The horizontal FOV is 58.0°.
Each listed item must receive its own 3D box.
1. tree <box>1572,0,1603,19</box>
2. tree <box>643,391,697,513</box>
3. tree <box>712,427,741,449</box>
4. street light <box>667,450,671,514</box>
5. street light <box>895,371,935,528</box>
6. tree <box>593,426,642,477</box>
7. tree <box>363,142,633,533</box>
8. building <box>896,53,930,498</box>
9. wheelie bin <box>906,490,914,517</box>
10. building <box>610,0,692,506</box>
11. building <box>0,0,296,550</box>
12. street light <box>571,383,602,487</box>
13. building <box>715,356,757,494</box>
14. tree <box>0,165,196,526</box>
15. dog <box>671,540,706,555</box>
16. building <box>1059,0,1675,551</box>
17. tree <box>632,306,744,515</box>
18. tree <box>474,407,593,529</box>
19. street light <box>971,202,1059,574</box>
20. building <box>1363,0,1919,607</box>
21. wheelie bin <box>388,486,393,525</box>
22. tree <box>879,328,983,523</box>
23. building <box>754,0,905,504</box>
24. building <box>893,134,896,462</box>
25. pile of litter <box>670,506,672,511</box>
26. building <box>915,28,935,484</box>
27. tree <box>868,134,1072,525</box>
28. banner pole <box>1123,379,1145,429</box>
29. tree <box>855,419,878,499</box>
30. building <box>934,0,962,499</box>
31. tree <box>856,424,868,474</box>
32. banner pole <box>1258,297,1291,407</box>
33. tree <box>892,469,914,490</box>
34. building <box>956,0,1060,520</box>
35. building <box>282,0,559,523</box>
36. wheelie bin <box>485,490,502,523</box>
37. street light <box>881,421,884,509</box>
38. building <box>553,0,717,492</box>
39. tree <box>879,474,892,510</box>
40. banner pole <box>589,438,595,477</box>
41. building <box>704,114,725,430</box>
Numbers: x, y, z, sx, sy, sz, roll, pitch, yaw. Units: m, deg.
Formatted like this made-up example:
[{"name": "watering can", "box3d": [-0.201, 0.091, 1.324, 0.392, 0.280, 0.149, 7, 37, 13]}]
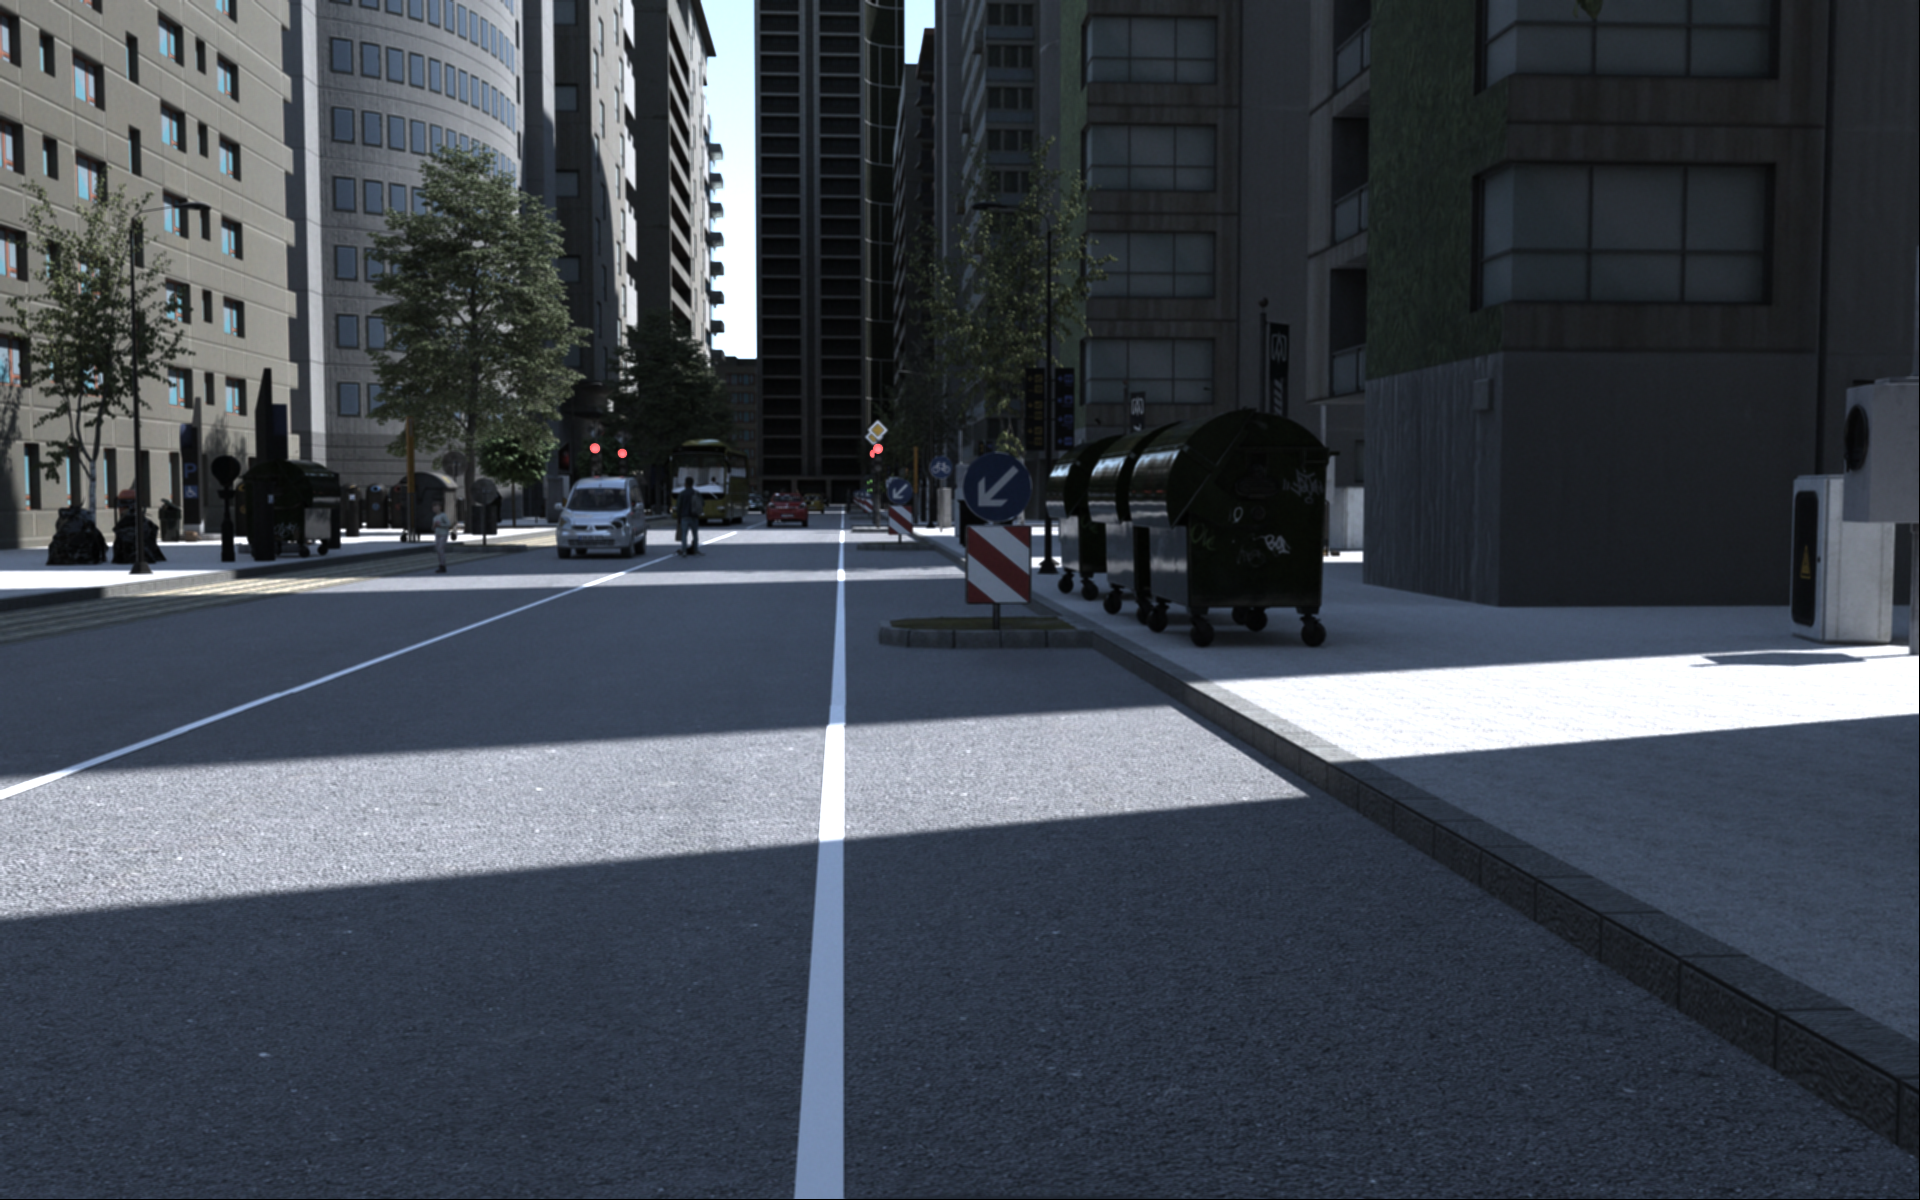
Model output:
[{"name": "tree", "box3d": [3.173, -3.363, 5.350, 4.737, 8.622, 4.395, 0, 3, 0]}, {"name": "tree", "box3d": [-19.336, -10.049, 114.662, 4.737, 8.622, 4.395, 0, 3, 0]}, {"name": "tree", "box3d": [-22.066, -12.703, 158.057, 4.737, 8.622, 4.395, 0, 3, 0]}, {"name": "street light", "box3d": [-18.115, -8.462, 110.894, 1.470, 5.913, 1.316, 0, 4, -4]}, {"name": "street light", "box3d": [-1.650, -5.683, 65.453, 1.470, 5.913, 1.316, 0, 4, -4]}, {"name": "tree", "box3d": [-16.949, -6.081, 83.138, 4.285, 4.588, 4.351, 0, 3, 0]}, {"name": "tree", "box3d": [-15.698, -8.468, 56.574, 7.486, 12.596, 7.792, 0, 3, 0]}, {"name": "building", "box3d": [4.299, -34.548, 188.556, 21.300, 48.544, 21.600, 0, 4, -4]}, {"name": "wheelie bin", "box3d": [-2.726, -5.466, 97.269, 0.693, 1.594, 0.980, 0, 4, 7]}, {"name": "building", "box3d": [-35.975, -32.612, 156.904, 21.300, 48.544, 21.600, 0, 4, -4]}, {"name": "building", "box3d": [-37.005, -12.318, 46.447, 28.899, 21.520, 27.650, 0, 4, -4]}, {"name": "street light", "box3d": [-15.671, -6.118, 72.577, 1.470, 5.913, 1.316, 0, 4, -4]}, {"name": "building", "box3d": [-42.901, -24.565, 246.682, 28.899, 21.520, 27.650, 0, 4, -4]}, {"name": "tree", "box3d": [-19.805, -5.455, 39.548, 4.737, 8.622, 4.395, 0, 3, 0]}, {"name": "dog", "box3d": [-6.384, -1.254, 40.695, 0.748, 0.427, 0.550, 3, 5, 42]}, {"name": "building", "box3d": [9.543, -22.261, 47.566, 14.154, 41.232, 14.086, 0, 4, -4]}, {"name": "tree", "box3d": [-17.874, -11.413, 104.735, 7.486, 12.596, 7.792, 0, 3, 0]}, {"name": "tree", "box3d": [-16.681, -4.972, 65.001, 4.285, 4.588, 4.351, 0, 3, 0]}, {"name": "street light", "box3d": [0.880, -3.375, 27.717, 1.470, 5.913, 1.316, 0, 4, -4]}, {"name": "building", "box3d": [12.649, -20.923, 25.680, 14.154, 41.232, 14.086, 0, 4, -4]}, {"name": "wheelie bin", "box3d": [-23.238, -3.895, 71.598, 0.980, 1.594, 0.693, 1, 4, 10]}, {"name": "tree", "box3d": [-1.219, -7.786, 77.662, 4.360, 8.622, 3.978, 0, 3, 0]}, {"name": "building", "box3d": [-17.960, -49.233, 243.217, 20.611, 71.187, 20.563, 0, 4, -4]}, {"name": "building", "box3d": [2.892, -35.918, 210.958, 21.300, 48.544, 21.600, 0, 4, -4]}, {"name": "pile of litter", "box3d": [-23.900, -7.907, 143.238, 1.719, 0.858, 1.176, 0, 4, 3]}, {"name": "building", "box3d": [7.072, -31.131, 163.614, 22.147, 44.769, 28.867, 0, 4, -4]}, {"name": "tree", "box3d": [0.992, -5.168, 34.865, 4.737, 8.622, 4.395, 0, 3, 0]}, {"name": "banner pole", "box3d": [3.735, -2.908, 37.561, 0.401, 3.779, 0.863, -3, 4, -37]}, {"name": "tree", "box3d": [-7.406, -12.948, 162.065, 4.360, 8.622, 3.978, 0, 3, 0]}, {"name": "building", "box3d": [8.678, -35.490, 122.265, 21.231, 58.520, 28.212, 0, 4, -4]}, {"name": "tree", "box3d": [-2.274, -8.555, 90.239, 4.737, 8.622, 4.395, 0, 3, 0]}, {"name": "banner pole", "box3d": [4.010, -1.975, 22.303, 0.401, 3.779, 0.863, 3, 5, 42]}, {"name": "tree", "box3d": [-3.949, -8.496, 133.518, 1.663, 3.219, 1.824, 0, 3, 0]}, {"name": "building", "box3d": [12.319, -24.429, 91.295, 23.993, 40.220, 32.217, 0, 4, -4]}, {"name": "building", "box3d": [-33.275, -33.302, 86.487, 21.231, 58.520, 28.212, 0, 4, -4]}, {"name": "wheelie bin", "box3d": [-20.886, -4.246, 77.335, 0.980, 1.594, 0.693, 3, 5, 44]}, {"name": "street light", "box3d": [-4.609, -8.410, 110.038, 1.470, 5.913, 1.316, 0, 4, -4]}, {"name": "building", "box3d": [-40.504, -36.195, 181.029, 28.713, 52.752, 27.495, 0, 4, -4]}, {"name": "tree", "box3d": [-5.328, -9.072, 142.925, 1.663, 3.219, 1.824, 0, 3, 0]}, {"name": "banner pole", "box3d": [-16.437, -5.350, 77.484, 0.401, 3.779, 0.863, -2, 4, -25]}, {"name": "building", "box3d": [-43.682, -35.890, 206.403, 30.456, 49.044, 23.786, 0, 4, -4]}]
